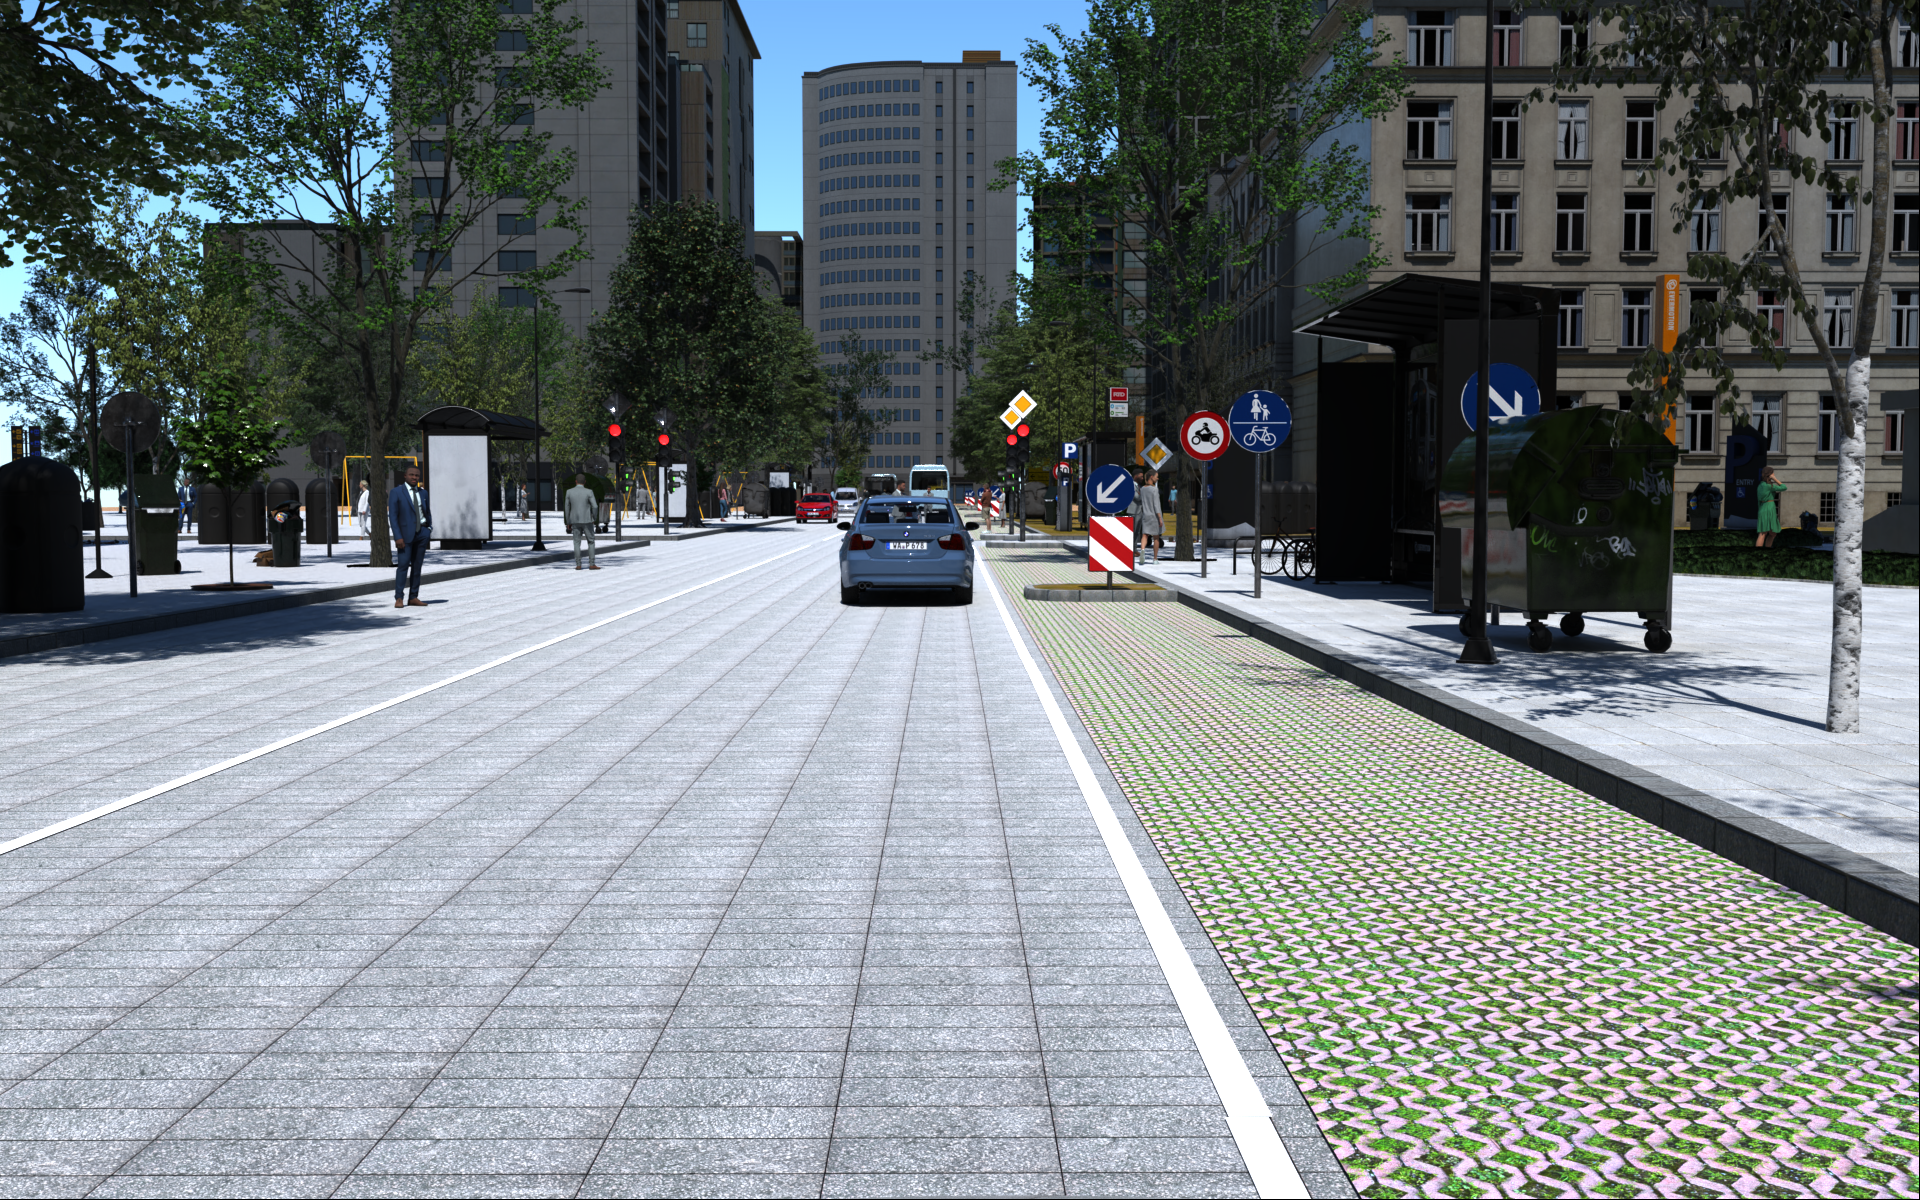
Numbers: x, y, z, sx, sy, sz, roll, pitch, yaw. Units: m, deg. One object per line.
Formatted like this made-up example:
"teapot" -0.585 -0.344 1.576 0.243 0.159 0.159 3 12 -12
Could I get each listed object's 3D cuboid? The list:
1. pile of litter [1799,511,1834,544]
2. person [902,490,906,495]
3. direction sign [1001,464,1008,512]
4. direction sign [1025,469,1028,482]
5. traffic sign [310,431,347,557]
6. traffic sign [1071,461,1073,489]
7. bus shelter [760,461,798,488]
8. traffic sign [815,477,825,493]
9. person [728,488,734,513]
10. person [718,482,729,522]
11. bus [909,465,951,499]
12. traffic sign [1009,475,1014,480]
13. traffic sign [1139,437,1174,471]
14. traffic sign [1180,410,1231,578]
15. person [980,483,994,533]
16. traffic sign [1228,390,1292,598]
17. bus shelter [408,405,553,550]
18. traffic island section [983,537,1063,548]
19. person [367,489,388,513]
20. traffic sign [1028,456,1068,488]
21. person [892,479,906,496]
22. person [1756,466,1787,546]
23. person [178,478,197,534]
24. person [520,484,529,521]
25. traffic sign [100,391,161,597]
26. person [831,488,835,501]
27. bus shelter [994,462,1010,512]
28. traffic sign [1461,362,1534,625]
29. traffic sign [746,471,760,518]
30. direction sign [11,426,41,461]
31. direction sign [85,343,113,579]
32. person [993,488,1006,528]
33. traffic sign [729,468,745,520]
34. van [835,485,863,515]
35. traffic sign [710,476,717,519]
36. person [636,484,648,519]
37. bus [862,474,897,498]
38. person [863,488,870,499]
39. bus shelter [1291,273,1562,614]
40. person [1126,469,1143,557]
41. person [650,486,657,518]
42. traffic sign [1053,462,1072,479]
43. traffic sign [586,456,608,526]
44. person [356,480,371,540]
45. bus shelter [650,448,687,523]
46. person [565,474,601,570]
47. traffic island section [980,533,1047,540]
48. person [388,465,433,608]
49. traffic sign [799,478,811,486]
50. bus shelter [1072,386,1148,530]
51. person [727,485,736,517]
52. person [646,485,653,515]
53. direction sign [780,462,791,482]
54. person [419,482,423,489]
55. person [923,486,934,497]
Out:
"pile of litter" 22.532 -1.927 45.476 1.176 0.858 1.719 1 4 20
"person" -3.368 -5.742 102.799 0.576 1.772 0.534 0 4 -4
"direction sign" 3.212 -7.916 121.429 0.876 3.537 0.379 3 4 38
"direction sign" 4.235 -7.095 108.002 0.379 3.537 0.876 -1 4 -21
"traffic sign" -12.799 -2.140 35.088 0.768 2.556 0.104 0 4 5
"traffic sign" 5.787 -6.838 105.669 2.265 3.308 0.079 0 4 8
"bus shelter" -11.295 -7.069 109.500 2.014 3.302 5.546 0 4 0
"traffic sign" -10.555 -7.953 130.140 0.768 2.556 0.104 0 4 4
"person" -15.828 -6.938 119.684 0.583 1.804 0.606 -3 5 -43
"person" -10.927 -4.527 80.064 0.555 1.821 0.388 2 4 28
"bus" -2.031 -7.479 117.140 2.948 3.499 13.247 0 4 -1
"traffic sign" 3.364 -6.757 110.578 0.768 2.556 0.104 1 4 8
"traffic sign" 4.531 -2.452 39.824 0.795 2.593 0.064 0 4 7
"traffic sign" 3.737 -1.611 26.447 0.768 2.556 0.104 0 4 3
"person" 0.984 -3.374 63.648 0.573 1.828 0.580 -1 4 -18
"traffic sign" 3.664 -1.293 21.248 0.768 2.556 0.104 0 4 2
"bus shelter" -11.547 -2.952 42.191 2.014 3.302 5.546 0 4 0
"traffic island section" 1.712 -1.498 46.781 2.009 0.180 2.903 0 4 0
"person" -16.288 -2.487 48.519 0.474 1.900 0.648 0 4 -5
"traffic sign" 4.784 -6.094 93.518 2.265 3.308 0.079 0 4 0
"person" -1.469 -2.145 43.752 0.466 1.800 0.511 1 4 15
"person" 15.042 -1.593 32.335 0.529 1.795 0.600 -1 4 -11
"person" -25.249 -3.074 56.488 0.721 1.800 0.419 -2 4 -27
"person" -20.713 -4.646 82.579 0.524 1.755 0.480 0 4 -5
"traffic sign" -10.276 -1.306 21.462 0.768 2.556 0.104 0 4 3
"person" -7.387 -5.614 100.560 0.793 1.790 0.793 -2 4 -26
"bus shelter" 3.345 -8.207 125.467 1.731 3.624 6.357 0 4 -1
"traffic sign" 5.241 -1.026 16.886 0.768 2.556 0.104 0 4 1
"traffic sign" -11.243 -5.753 94.164 0.768 2.556 0.104 1 4 8
"direction sign" -31.006 -4.011 57.575 0.876 3.537 0.379 -1 4 -15
"direction sign" -13.168 -2.103 26.379 0.379 3.537 0.876 -1 4 -23
"person" 1.710 -3.937 73.434 0.524 1.755 0.480 -1 4 -11
"traffic sign" -11.144 -5.293 86.536 0.884 2.594 0.081 0 4 8
"van" -7.074 -6.176 107.983 2.013 2.044 4.112 0 4 -2
"traffic sign" -12.780 -5.301 88.801 0.606 2.300 0.079 0 4 6
"person" -16.143 -4.991 87.846 0.606 1.804 0.583 -2 4 -27
"bus" -6.960 -9.714 153.687 2.948 3.499 13.247 0 4 -1
"person" -6.812 -7.216 125.849 0.474 1.900 0.648 0 4 4
"bus shelter" 5.578 -1.852 21.556 1.731 3.624 6.357 0 4 0
"person" 3.671 -1.793 35.543 0.466 1.800 0.511 1 4 16
"person" -16.358 -5.272 93.243 0.512 1.701 0.522 -2 4 -34
"traffic sign" 4.044 -4.171 68.309 0.768 2.556 0.104 0 4 5
"traffic sign" -12.073 -3.517 57.616 0.768 2.556 0.104 0 4 4
"person" -17.673 -2.636 51.479 0.514 1.842 0.818 1 4 23
"bus shelter" -12.772 -5.235 79.509 2.014 3.302 5.546 0 4 -1
"person" -7.140 -1.476 32.735 0.635 1.810 0.391 0 4 -6
"traffic island section" 1.652 -1.987 54.766 2.009 0.180 2.903 0 4 0
"person" -7.022 -0.820 22.096 0.419 1.800 0.721 2 4 32
"traffic sign" -10.796 -7.379 120.653 0.884 2.594 0.081 0 4 6
"bus shelter" 5.248 -5.183 62.372 2.179 5.291 8.768 0 4 0
"person" -12.956 -5.570 97.299 0.728 1.800 0.709 2 4 24
"person" -19.134 -6.159 106.862 0.853 1.813 0.709 2 4 28
"direction sign" -12.483 -8.070 123.941 0.876 3.537 0.379 1 4 15
"person" -23.656 -4.273 76.133 0.478 1.798 0.641 1 4 13
"person" -1.451 -4.296 78.919 0.511 1.800 0.466 0 4 -4
